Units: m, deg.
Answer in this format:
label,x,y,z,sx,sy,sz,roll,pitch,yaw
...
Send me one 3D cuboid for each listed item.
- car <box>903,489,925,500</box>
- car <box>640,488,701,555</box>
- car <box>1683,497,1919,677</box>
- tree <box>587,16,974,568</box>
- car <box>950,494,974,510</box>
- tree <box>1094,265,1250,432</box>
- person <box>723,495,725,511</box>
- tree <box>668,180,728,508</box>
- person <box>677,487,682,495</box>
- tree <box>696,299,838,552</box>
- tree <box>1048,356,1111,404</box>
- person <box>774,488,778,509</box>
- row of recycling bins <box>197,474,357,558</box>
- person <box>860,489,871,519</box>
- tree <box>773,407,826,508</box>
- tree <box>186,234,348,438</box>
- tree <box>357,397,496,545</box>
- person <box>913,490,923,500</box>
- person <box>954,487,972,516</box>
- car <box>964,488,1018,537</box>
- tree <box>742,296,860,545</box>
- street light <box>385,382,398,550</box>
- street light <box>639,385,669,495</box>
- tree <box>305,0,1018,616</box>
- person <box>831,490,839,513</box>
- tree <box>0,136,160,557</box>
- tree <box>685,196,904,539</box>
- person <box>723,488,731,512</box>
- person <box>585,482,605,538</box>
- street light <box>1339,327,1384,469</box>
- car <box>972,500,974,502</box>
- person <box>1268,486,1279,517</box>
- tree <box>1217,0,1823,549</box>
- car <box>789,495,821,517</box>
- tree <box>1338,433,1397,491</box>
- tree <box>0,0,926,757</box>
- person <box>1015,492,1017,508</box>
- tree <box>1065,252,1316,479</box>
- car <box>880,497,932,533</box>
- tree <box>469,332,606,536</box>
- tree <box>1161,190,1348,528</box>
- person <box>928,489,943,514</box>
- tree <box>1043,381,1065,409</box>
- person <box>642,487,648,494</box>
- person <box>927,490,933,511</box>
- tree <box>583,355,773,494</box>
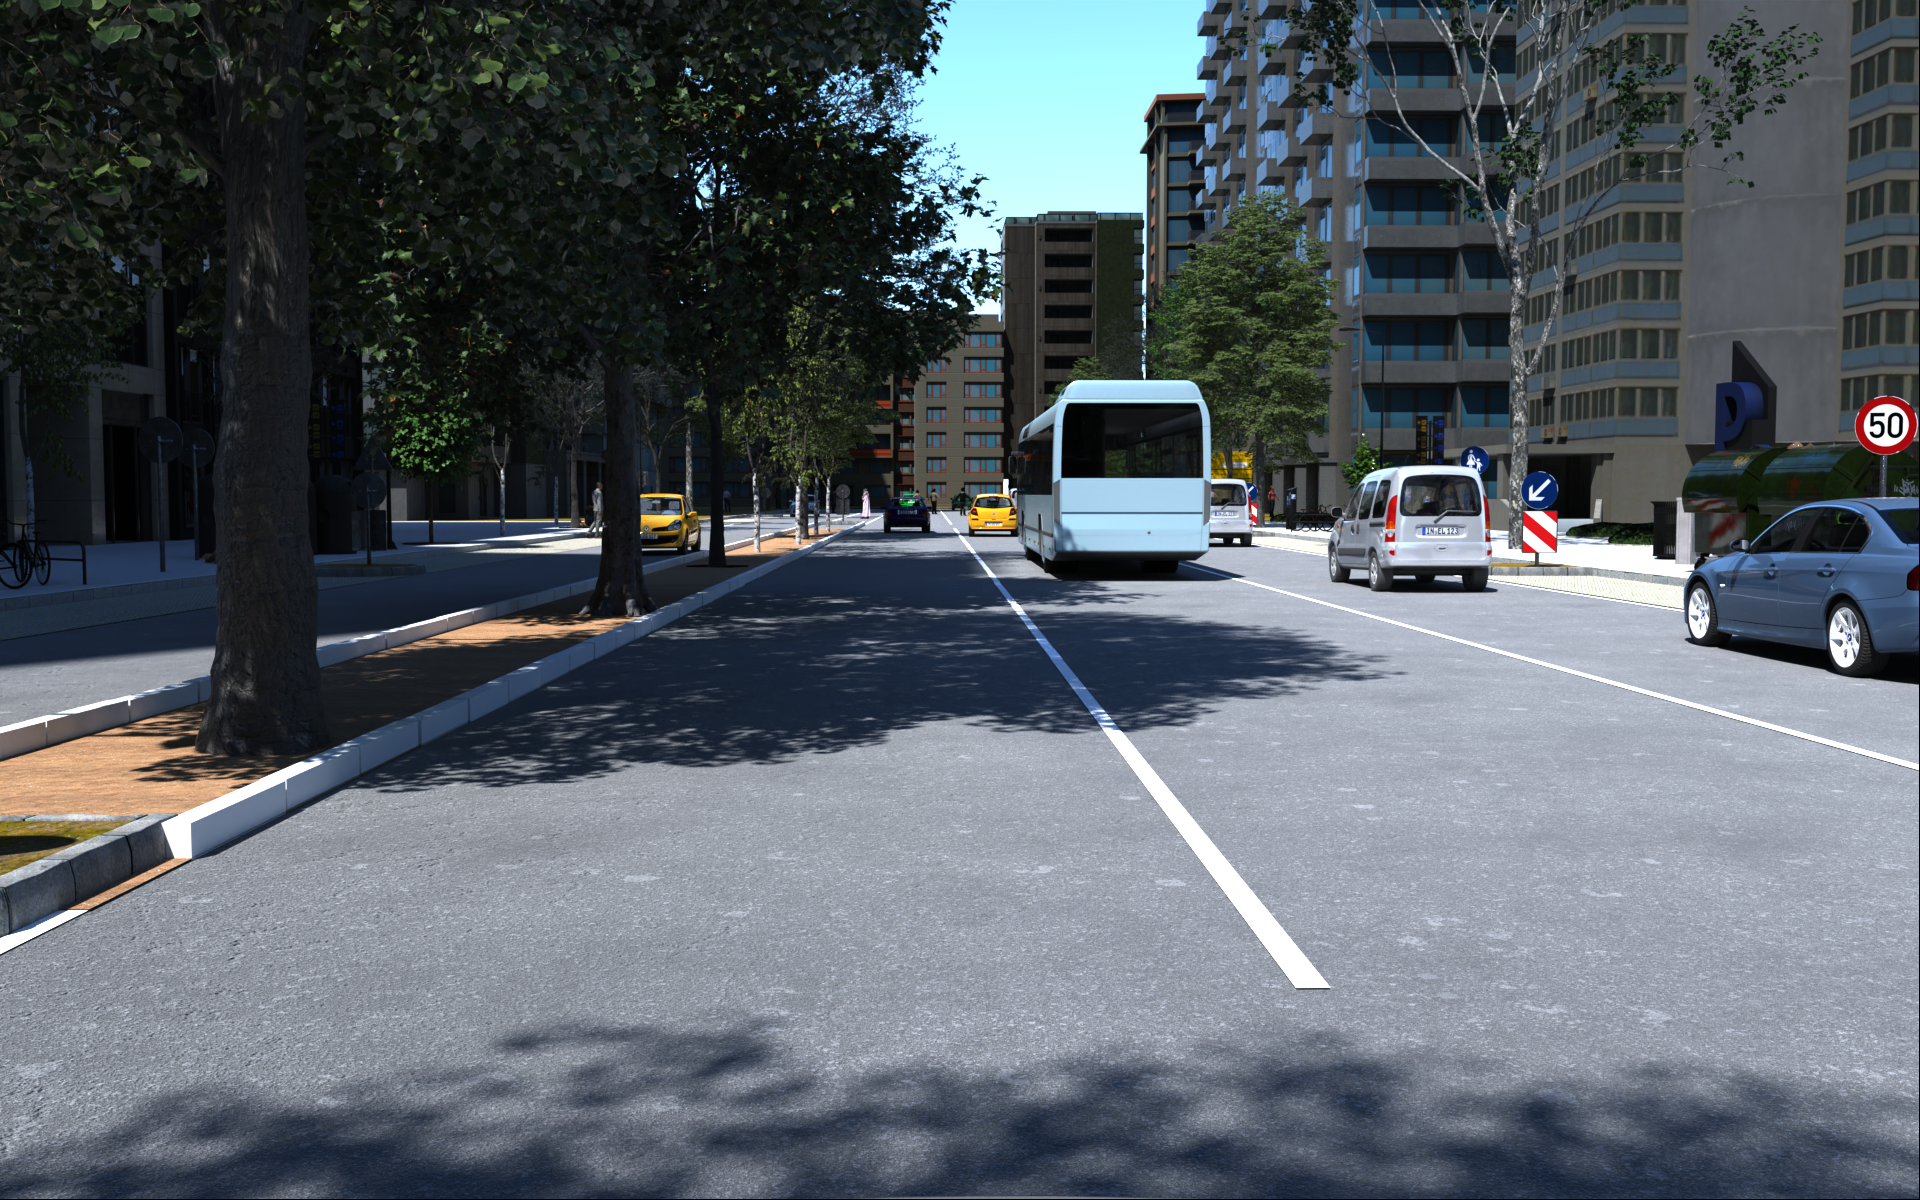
label,x,y,z,sx,sy,sz,roll,pitch,yaw
car,-3.673,-7.614,133.292,1.959,1.807,4.718,0,4,1
car,-7.301,-1.936,41.883,2.015,1.641,3.980,0,4,-2
car,7.813,-0.173,14.825,2.014,1.417,4.499,0,4,1
tree,-4.694,-7.363,33.208,12.009,13.543,11.850,0,3,0
car,0.183,-8.708,154.180,2.131,1.459,4.920,0,4,-1
tree,11.378,-11.133,92.387,12.009,13.543,11.850,0,3,0
person,-17.620,-7.414,127.922,0.551,1.740,0.621,2,4,34
tree,-13.876,-14.635,95.177,12.611,20.169,13.585,0,3,0
person,-17.360,-6.114,106.932,0.530,1.710,0.541,-1,4,-18
tree,-4.911,-5.443,41.812,4.737,8.622,4.395,0,3,0
tree,10.921,-13.751,142.949,7.486,12.596,7.792,0,3,0
person,-15.880,-8.802,149.925,0.705,1.831,1.348,-1,4,-15
row of recycling bins,-14.209,-1.766,35.988,1.069,1.692,3.534,2,4,35
person,-5.489,-5.596,100.662,0.621,1.740,0.551,0,4,2
tree,-15.492,-13.715,158.660,7.601,10.594,8.767,-2,4,-30
tree,-18.917,-5.907,46.940,4.360,8.622,3.978,0,3,0
tree,-13.475,-3.705,44.284,4.285,4.588,4.351,0,3,0
person,-3.147,-7.150,126.105,1.217,1.736,0.721,-3,4,-36
person,0.208,-6.469,113.900,1.348,1.869,0.705,2,4,26
car,1.134,-3.013,59.484,2.015,1.641,3.980,0,4,0
tree,-4.580,-5.869,48.771,4.360,8.622,3.978,0,3,0
street light,-12.687,-4.126,40.000,1.470,5.913,1.316,0,4,-1
street light,-13.103,-6.199,73.899,1.470,5.913,1.316,0,4,-1
tree,-4.036,-6.174,20.404,9.611,12.733,9.660,0,3,0
person,-9.325,-7.360,129.283,0.568,1.767,0.683,0,4,-4
tree,-18.727,-5.188,35.180,4.737,8.622,4.395,0,3,0
tree,-5.078,-8.200,54.654,7.486,12.596,7.792,0,3,0
person,-16.274,-6.971,120.955,0.756,1.711,0.436,2,4,30
person,-11.614,-2.873,55.595,0.853,1.813,0.709,-3,5,-41
street light,11.204,-4.628,48.207,1.470,5.913,1.316,0,4,-1
car,1.729,-5.816,104.883,2.009,1.686,4.222,0,4,1
person,17.252,-5.416,95.313,0.721,1.743,1.217,3,4,37
tree,12.175,-11.170,38.523,12.611,20.169,13.585,0,3,0
car,-9.832,-5.988,109.909,2.014,1.417,4.499,0,4,-2
tree,12.667,-3.672,54.634,1.663,3.219,1.824,0,3,0
tree,-3.925,-6.134,9.406,9.857,13.997,8.962,0,3,0
person,2.760,-4.268,78.476,0.583,1.804,0.606,-2,4,-34
tree,11.537,-9.115,74.780,9.928,11.665,9.643,0,3,0
car,-2.013,-3.212,65.099,1.945,1.354,3.894,0,4,-3
tree,-14.021,-6.302,53.404,4.360,8.622,3.978,0,3,0
tree,11.075,-9.004,65.346,7.486,12.596,7.792,0,3,0
person,-1.809,-7.013,123.178,1.348,1.823,0.705,3,4,37
tree,10.935,-13.858,152.329,9.928,11.665,9.643,0,3,0
person,-19.967,-6.257,109.078,1.217,1.736,0.721,1,4,21
person,-2.528,-8.623,150.011,0.750,1.759,0.617,-1,4,-13
tree,-13.860,-8.914,80.159,8.767,10.594,7.601,0,4,5
